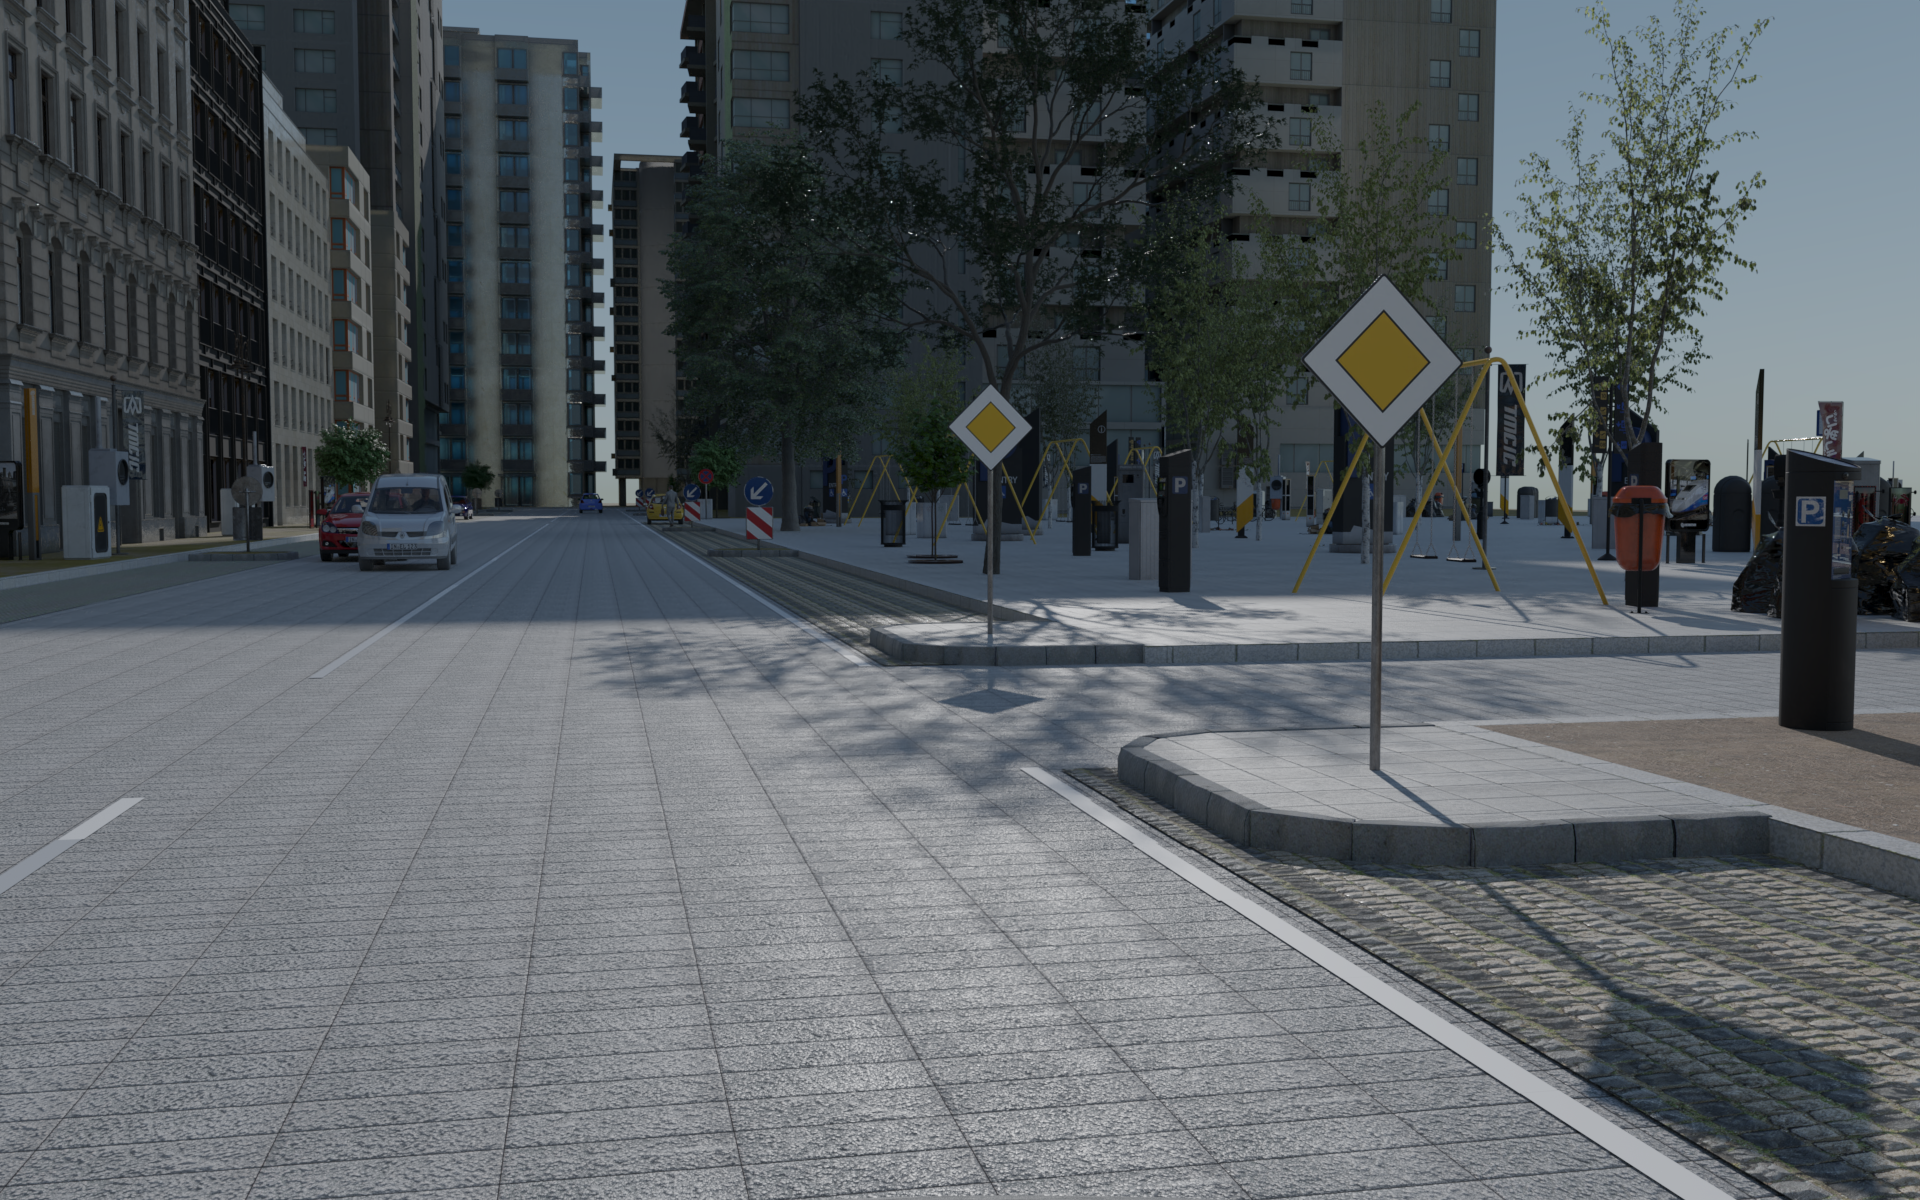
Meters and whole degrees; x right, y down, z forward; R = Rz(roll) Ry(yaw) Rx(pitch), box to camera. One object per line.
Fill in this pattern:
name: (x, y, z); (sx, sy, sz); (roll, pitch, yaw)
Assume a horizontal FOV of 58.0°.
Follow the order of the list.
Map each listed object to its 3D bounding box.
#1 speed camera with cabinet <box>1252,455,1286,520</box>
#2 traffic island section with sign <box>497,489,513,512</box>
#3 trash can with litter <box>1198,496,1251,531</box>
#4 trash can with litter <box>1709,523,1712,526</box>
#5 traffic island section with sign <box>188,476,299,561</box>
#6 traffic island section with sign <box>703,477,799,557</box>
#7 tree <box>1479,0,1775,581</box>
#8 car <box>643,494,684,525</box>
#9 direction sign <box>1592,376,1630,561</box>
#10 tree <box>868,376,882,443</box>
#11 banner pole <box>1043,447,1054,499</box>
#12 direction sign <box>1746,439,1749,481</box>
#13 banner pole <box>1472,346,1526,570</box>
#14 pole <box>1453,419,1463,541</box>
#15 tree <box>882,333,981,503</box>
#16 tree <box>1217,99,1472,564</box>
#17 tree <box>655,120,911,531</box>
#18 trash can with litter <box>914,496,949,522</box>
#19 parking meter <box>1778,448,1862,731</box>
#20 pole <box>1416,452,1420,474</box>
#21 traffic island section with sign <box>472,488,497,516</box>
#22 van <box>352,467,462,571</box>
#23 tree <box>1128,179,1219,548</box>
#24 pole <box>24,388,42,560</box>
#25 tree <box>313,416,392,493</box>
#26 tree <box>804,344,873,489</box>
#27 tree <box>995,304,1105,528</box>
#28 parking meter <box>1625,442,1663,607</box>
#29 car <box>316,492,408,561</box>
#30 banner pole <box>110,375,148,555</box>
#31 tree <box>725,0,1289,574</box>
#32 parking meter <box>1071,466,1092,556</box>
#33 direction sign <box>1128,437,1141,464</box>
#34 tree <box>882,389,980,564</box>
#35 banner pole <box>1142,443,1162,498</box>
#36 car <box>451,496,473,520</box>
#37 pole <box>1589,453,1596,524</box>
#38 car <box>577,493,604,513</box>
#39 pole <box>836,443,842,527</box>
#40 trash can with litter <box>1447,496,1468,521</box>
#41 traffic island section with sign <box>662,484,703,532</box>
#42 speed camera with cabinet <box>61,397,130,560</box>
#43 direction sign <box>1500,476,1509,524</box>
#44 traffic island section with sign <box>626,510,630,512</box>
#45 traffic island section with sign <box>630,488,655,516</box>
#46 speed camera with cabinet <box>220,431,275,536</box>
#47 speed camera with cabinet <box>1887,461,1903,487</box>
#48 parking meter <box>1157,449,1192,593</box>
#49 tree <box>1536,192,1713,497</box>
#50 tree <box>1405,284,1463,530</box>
speed camera with cabinet: (15.296, -5.670, 87.044); (2.038, 3.252, 0.660); (2, 4, 24)
traffic island section with sign: (-37.123, -8.014, 139.650); (1.989, 1.847, 2.006); (-1, 4, -12)
trash can with litter: (9.284, -3.055, 61.014); (2.233, 1.210, 1.678); (-1, 4, -12)
trash can with litter: (30.098, -3.541, 68.955); (1.678, 1.210, 2.233); (-1, 4, -19)
traffic island section with sign: (-15.543, -1.778, 37.701); (1.989, 1.847, 2.006); (-1, 4, -12)
traffic island section with sign: (-4.826, -1.922, 40.057); (1.989, 1.847, 2.006); (-1, 4, -12)
tree: (9.892, -4.596, 25.503); (4.360, 8.622, 3.978); (0, 3, 0)
car: (-14.050, -4.417, 82.445); (2.015, 1.641, 3.980); (-1, 4, -10)
direction sign: (12.533, -2.533, 33.411); (0.876, 3.537, 0.379); (-2, 4, -24)
tree: (-2.682, -8.346, 86.814); (4.737, 8.622, 4.395); (0, 3, 0)
banner pole: (4.685, -6.154, 90.630); (0.863, 3.779, 0.401); (-2, 4, -24)
direction sign: (32.588, -4.876, 71.724); (0.379, 3.537, 0.876); (2, 4, 26)
banner pole: (9.166, -2.407, 29.379); (0.863, 3.779, 0.401); (0, 4, 8)
pole: (13.634, -3.279, 47.452); (0.158, 3.312, 0.155); (0, 3, 0)
tree: (-0.992, -7.663, 75.660); (4.737, 8.622, 4.395); (0, 3, 0)
tree: (7.247, -4.976, 31.725); (4.737, 8.622, 4.395); (0, 3, 0)
tree: (-5.848, -9.354, 59.593); (9.857, 13.997, 8.962); (0, 3, 0)
trash can with litter: (-1.596, -4.197, 79.674); (2.233, 1.210, 1.678); (2, 4, 31)
parking meter: (4.717, -0.067, 9.502); (0.372, 1.533, 0.369); (0, 3, 0)
pole: (22.364, -5.550, 84.589); (0.158, 3.312, 0.155); (0, 3, 0)
traffic island section with sign: (-31.514, -6.395, 113.192); (1.989, 1.847, 2.006); (-1, 4, -12)
van: (-10.745, -1.638, 33.795); (2.013, 2.044, 4.112); (-1, 4, -14)
tree: (5.646, -5.517, 40.558); (4.737, 8.622, 4.395); (0, 3, 0)
pole: (-17.925, -2.424, 33.472); (0.158, 3.312, 0.155); (0, 3, 0)
tree: (-25.485, -5.431, 72.511); (4.285, 4.588, 4.351); (0, 3, 0)
tree: (-6.173, -7.970, 80.669); (4.360, 8.622, 3.978); (0, 3, 0)
tree: (3.244, -6.959, 64.146); (4.360, 8.622, 3.978); (0, 3, 0)
parking meter: (7.814, -0.862, 19.807); (0.255, 1.863, 0.399); (0, 4, -4)
car: (-13.048, -1.793, 38.358); (2.155, 1.783, 4.494); (-1, 4, -13)
banner pole: (-17.682, -2.859, 36.761); (0.401, 3.779, 0.863); (3, 5, 42)
tree: (0.524, -5.669, 27.098); (8.767, 10.594, 7.601); (0, 4, -7)
parking meter: (2.507, -1.845, 35.883); (0.399, 1.863, 0.255); (0, 4, -8)
direction sign: (6.937, -4.701, 68.859); (0.379, 3.537, 0.876); (3, 4, 38)
tree: (-0.569, -2.290, 32.044); (1.663, 3.219, 1.824); (0, 3, 0)
banner pole: (9.459, -5.771, 84.380); (0.863, 3.779, 0.401); (-1, 4, -9)
car: (-28.217, -5.146, 96.722); (1.945, 1.354, 3.894); (-1, 4, -11)
pole: (26.805, -4.862, 73.343); (0.158, 3.312, 0.155); (0, 3, 0)
car: (-27.762, -7.377, 130.199); (1.945, 1.707, 3.694); (-1, 4, -13)
pole: (-4.719, -4.498, 67.389); (0.158, 3.312, 0.155); (0, 3, 0)
trash can with litter: (23.728, -4.360, 82.668); (0.624, 1.170, 1.055); (-3, 4, -36)
traffic island section with sign: (-10.466, -3.552, 66.699); (1.989, 1.847, 2.006); (-1, 4, -12)
speed camera with cabinet: (-17.278, -2.465, 34.641); (0.660, 3.252, 2.038); (0, 4, -6)
direction sign: (23.289, -5.013, 73.958); (0.876, 3.537, 0.379); (-1, 4, -13)
traffic island section with sign: (-26.472, -8.176, 142.299); (1.989, 1.847, 2.006); (-1, 4, -12)
traffic island section with sign: (-20.832, -6.545, 115.646); (1.989, 1.847, 2.006); (-1, 4, -12)
speed camera with cabinet: (-22.224, -3.652, 54.045); (0.660, 3.252, 2.038); (1, 4, 12)
speed camera with cabinet: (54.997, -6.657, 103.181); (2.038, 3.252, 0.660); (0, 4, -1)
parking meter: (2.800, -1.036, 22.653); (0.399, 1.863, 0.255); (-1, 4, -21)
tree: (16.241, -5.685, 43.313); (4.737, 8.622, 4.395); (0, 3, 0)
tree: (16.466, -6.778, 61.177); (4.360, 8.622, 3.978); (0, 3, 0)
